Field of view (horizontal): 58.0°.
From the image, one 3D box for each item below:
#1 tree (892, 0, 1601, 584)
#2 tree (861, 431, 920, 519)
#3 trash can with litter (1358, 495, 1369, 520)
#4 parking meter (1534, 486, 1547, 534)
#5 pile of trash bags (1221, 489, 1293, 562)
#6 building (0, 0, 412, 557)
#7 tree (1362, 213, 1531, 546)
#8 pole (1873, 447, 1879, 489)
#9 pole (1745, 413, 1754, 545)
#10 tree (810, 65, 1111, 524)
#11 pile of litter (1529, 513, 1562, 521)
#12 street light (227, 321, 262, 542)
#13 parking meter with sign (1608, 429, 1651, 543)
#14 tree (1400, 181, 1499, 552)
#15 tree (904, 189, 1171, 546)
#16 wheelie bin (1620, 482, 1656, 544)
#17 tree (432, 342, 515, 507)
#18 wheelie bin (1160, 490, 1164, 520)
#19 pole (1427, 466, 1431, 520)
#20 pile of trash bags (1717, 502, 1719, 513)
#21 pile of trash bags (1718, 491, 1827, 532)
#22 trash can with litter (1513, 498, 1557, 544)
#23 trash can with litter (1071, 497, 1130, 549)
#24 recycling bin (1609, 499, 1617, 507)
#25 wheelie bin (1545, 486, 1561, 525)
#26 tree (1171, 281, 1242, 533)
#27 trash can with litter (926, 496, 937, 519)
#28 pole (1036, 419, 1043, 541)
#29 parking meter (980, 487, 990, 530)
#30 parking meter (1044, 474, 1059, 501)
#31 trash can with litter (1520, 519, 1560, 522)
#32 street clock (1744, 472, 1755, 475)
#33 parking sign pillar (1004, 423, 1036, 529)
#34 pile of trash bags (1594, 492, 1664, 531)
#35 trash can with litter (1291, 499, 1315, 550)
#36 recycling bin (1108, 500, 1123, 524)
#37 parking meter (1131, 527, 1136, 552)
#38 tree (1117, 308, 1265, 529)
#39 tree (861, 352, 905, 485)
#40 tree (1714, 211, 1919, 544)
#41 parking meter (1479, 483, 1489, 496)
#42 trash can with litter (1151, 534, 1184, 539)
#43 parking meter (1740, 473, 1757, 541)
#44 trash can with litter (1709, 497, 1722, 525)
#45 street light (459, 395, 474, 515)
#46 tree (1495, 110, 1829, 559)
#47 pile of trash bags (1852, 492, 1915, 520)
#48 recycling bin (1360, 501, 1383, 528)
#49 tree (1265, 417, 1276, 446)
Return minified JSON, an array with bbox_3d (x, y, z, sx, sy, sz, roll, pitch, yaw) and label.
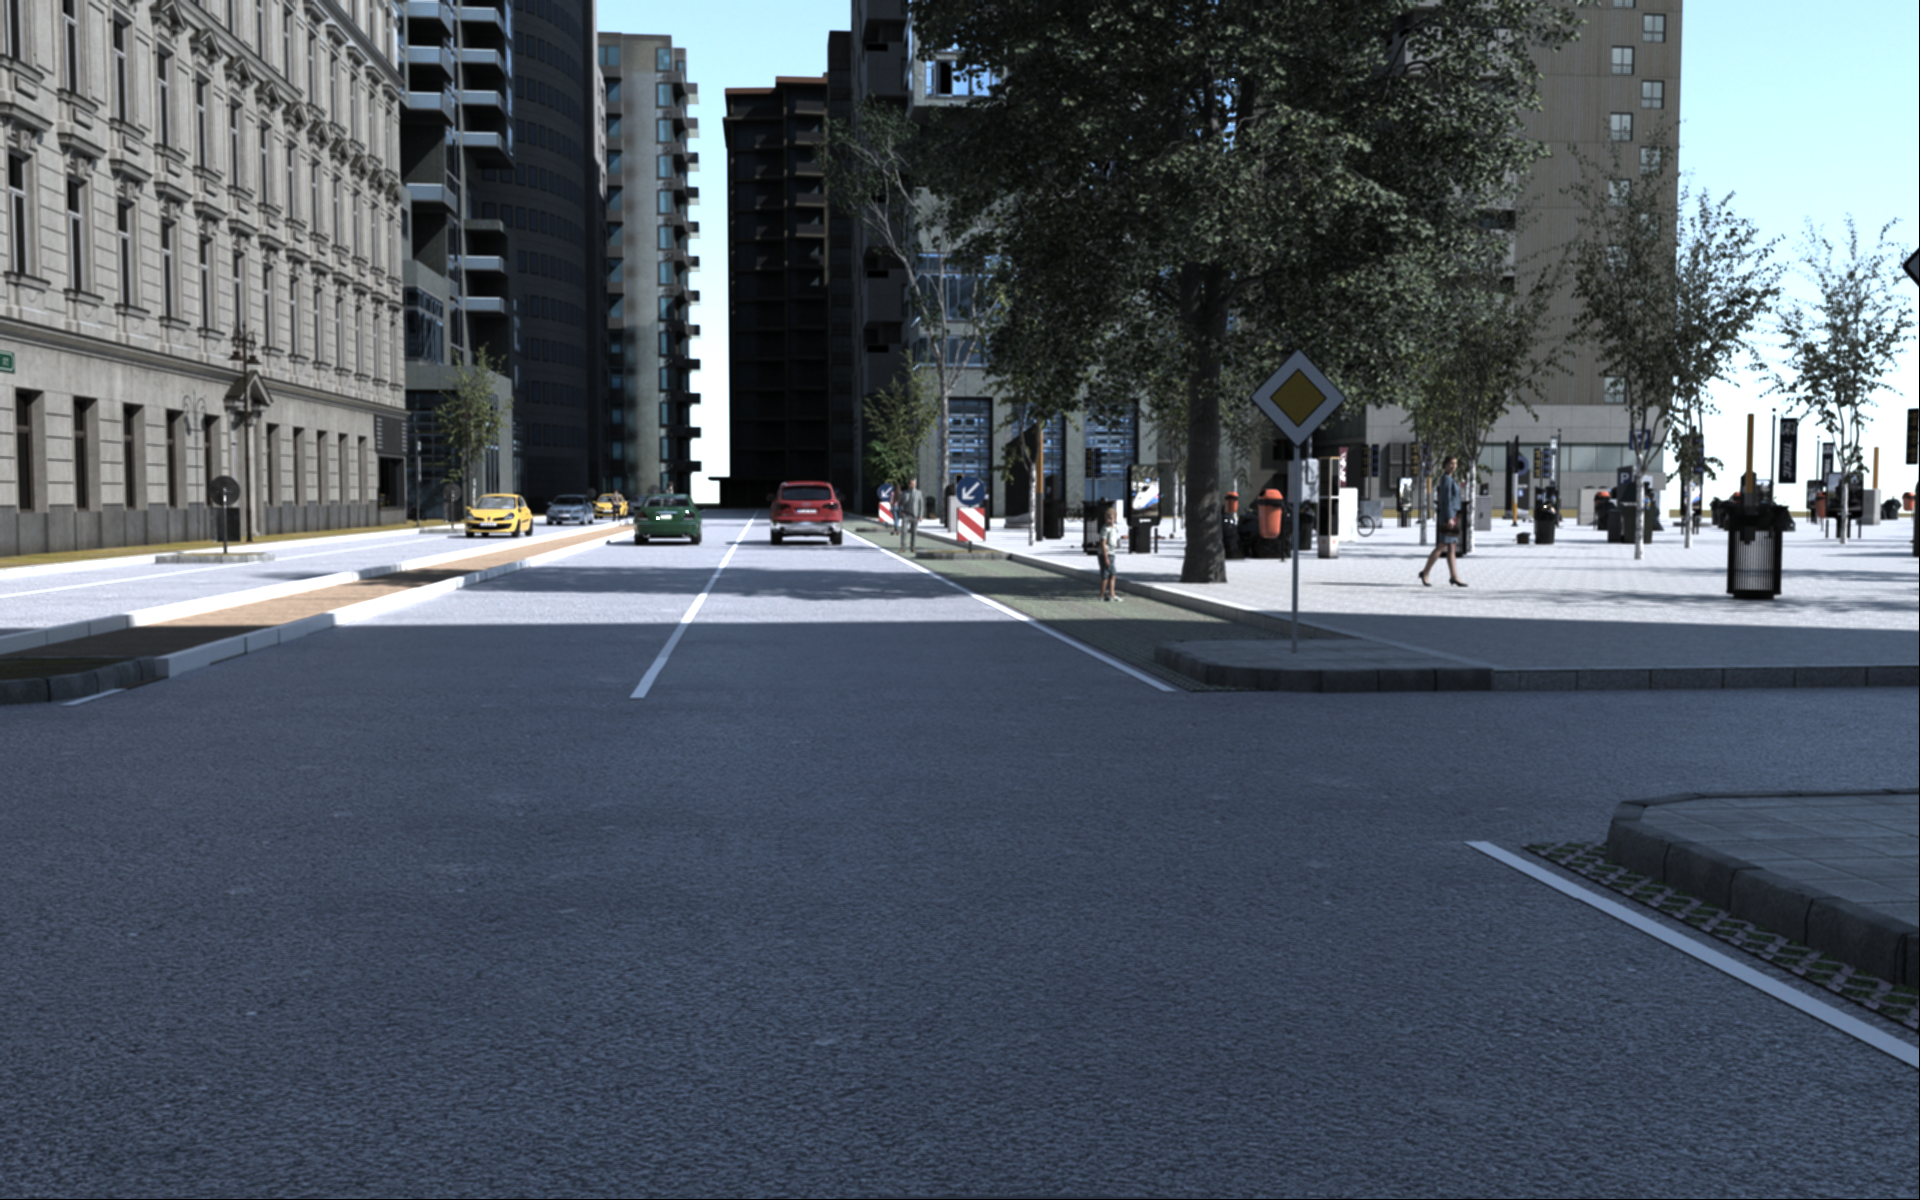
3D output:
[{"bbox_3d":[3.647,-7.222,24.730,9.857,13.997,8.962,0,3,0],"label":"tree"},{"bbox_3d":[-3.589,-6.532,90.519,4.285,4.588,4.351,0,3,0],"label":"tree"},{"bbox_3d":[19.568,-4.557,85.565,2.233,1.210,1.678,1,4,13],"label":"trash can with litter"},{"bbox_3d":[18.512,-2.862,55.208,0.372,1.533,0.369,0,3,0],"label":"parking meter"},{"bbox_3d":[5.721,-1.499,34.256,1.912,1.369,3.447,0,4,-8],"label":"pile of trash bags"},{"bbox_3d":[-29.552,-16.970,53.871,17.030,29.872,44.131,0,4,-6],"label":"building"},{"bbox_3d":[11.598,-5.646,42.672,4.737,8.622,4.395,0,3,0],"label":"tree"},{"bbox_3d":[39.487,-4.946,74.714,0.158,3.312,0.155,0,3,0],"label":"pole"},{"bbox_3d":[20.009,-3.063,43.920,0.158,3.312,0.155,0,3,0],"label":"pole"},{"bbox_3d":[0.676,-13.284,73.081,12.611,20.169,13.585,0,3,0],"label":"tree"},{"bbox_3d":[27.541,-4.121,81.349,1.719,0.858,1.176,0,4,7],"label":"pile of litter"},{"bbox_3d":[-19.077,-4.497,46.317,0.468,5.910,1.993,0,4,-6],"label":"street light"},{"bbox_3d":[17.821,-3.055,46.206,0.543,3.016,1.738,3,5,41],"label":"parking meter with sign"},{"bbox_3d":[11.490,-5.359,37.990,4.360,8.622,3.978,0,3,0],"label":"tree"},{"bbox_3d":[1.925,-5.664,42.976,4.737,8.622,4.395,0,3,0],"label":"tree"},{"bbox_3d":[17.509,-2.254,44.761,0.693,1.594,0.980,-2,4,-30],"label":"wheelie bin"},{"bbox_3d":[-23.755,-8.196,84.360,4.737,8.622,4.395,0,3,0],"label":"tree"},{"bbox_3d":[9.748,-4.790,86.227,0.980,1.594,0.693,-3,5,-41],"label":"wheelie bin"},{"bbox_3d":[23.563,-5.704,87.111,0.158,3.312,0.155,0,3,0],"label":"pole"},{"bbox_3d":[29.424,-3.379,64.997,1.912,1.369,3.447,1,4,14],"label":"pile of trash bags"},{"bbox_3d":[28.393,-3.072,59.972,3.447,1.369,1.912,1,4,14],"label":"pile of trash bags"},{"bbox_3d":[14.691,-2.010,44.255,1.055,1.170,0.624,2,4,27],"label":"trash can with litter"},{"bbox_3d":[3.467,-1.859,41.459,1.678,1.210,2.233,0,4,-4],"label":"trash can with litter"},{"bbox_3d":[32.512,-4.529,86.603,0.722,1.027,0.722,0,4,1],"label":"recycling bin"},{"bbox_3d":[24.328,-3.883,71.398,0.693,1.594,0.980,-1,4,-20],"label":"wheelie bin"},{"bbox_3d":[7.423,-6.552,57.483,4.737,8.622,4.395,0,3,0],"label":"tree"},{"bbox_3d":[-1.389,-4.677,87.860,0.624,1.170,1.055,-1,4,-12],"label":"trash can with litter"},{"bbox_3d":[2.165,-3.260,47.151,0.158,3.312,0.155,0,3,0],"label":"pole"},{"bbox_3d":[0.871,-3.239,61.367,0.372,1.533,0.369,0,3,0],"label":"parking meter"},{"bbox_3d":[2.728,-2.808,51.615,0.255,1.863,0.399,-3,5,-39],"label":"parking meter"},{"bbox_3d":[26.335,-4.137,78.702,2.233,1.210,1.678,1,4,23],"label":"trash can with litter"},{"bbox_3d":[25.398,-3.131,55.761,0.358,2.002,0.471,0,4,-1],"label":"street clock"},{"bbox_3d":[2.350,-4.616,63.945,1.447,3.967,1.447,1,4,19],"label":"parking sign pillar"},{"bbox_3d":[23.426,-3.162,61.451,1.912,1.369,3.447,0,4,-7],"label":"pile of trash bags"},{"bbox_3d":[7.553,-1.721,39.528,1.055,1.170,0.624,1,4,10],"label":"trash can with litter"},{"bbox_3d":[6.490,-3.740,73.708,0.722,1.027,0.722,2,4,26],"label":"recycling bin"},{"bbox_3d":[3.987,-1.834,38.396,0.372,1.533,0.369,0,3,0],"label":"parking meter"},{"bbox_3d":[8.002,-6.895,63.102,4.360,8.622,3.978,0,3,0],"label":"tree"},{"bbox_3d":[-2.425,-8.235,85.006,4.737,8.622,4.395,0,3,0],"label":"tree"},{"bbox_3d":[22.649,-5.762,44.566,4.360,8.622,3.978,0,3,0],"label":"tree"},{"bbox_3d":[27.426,-5.196,90.671,0.399,1.863,0.255,-1,4,-8],"label":"parking meter"},{"bbox_3d":[5.473,-2.346,49.413,2.233,1.210,1.678,-1,4,-17],"label":"trash can with litter"},{"bbox_3d":[21.504,-2.543,47.284,0.255,1.863,0.399,-1,4,-11],"label":"parking meter"},{"bbox_3d":[31.179,-3.626,70.668,1.055,1.170,0.624,0,4,4],"label":"trash can with litter"},{"bbox_3d":[-22.924,-6.594,80.602,0.468,5.910,1.993,0,4,-6],"label":"street light"},{"bbox_3d":[13.434,-5.090,33.585,4.360,8.622,3.978,0,3,0],"label":"tree"},{"bbox_3d":[46.320,-4.701,86.614,1.912,1.369,3.447,-1,4,-17],"label":"pile of trash bags"},{"bbox_3d":[15.603,-3.253,65.747,0.722,1.027,0.722,0,4,1],"label":"recycling bin"},{"bbox_3d":[13.328,-8.067,82.250,4.360,8.622,3.978,0,3,0],"label":"tree"}]
